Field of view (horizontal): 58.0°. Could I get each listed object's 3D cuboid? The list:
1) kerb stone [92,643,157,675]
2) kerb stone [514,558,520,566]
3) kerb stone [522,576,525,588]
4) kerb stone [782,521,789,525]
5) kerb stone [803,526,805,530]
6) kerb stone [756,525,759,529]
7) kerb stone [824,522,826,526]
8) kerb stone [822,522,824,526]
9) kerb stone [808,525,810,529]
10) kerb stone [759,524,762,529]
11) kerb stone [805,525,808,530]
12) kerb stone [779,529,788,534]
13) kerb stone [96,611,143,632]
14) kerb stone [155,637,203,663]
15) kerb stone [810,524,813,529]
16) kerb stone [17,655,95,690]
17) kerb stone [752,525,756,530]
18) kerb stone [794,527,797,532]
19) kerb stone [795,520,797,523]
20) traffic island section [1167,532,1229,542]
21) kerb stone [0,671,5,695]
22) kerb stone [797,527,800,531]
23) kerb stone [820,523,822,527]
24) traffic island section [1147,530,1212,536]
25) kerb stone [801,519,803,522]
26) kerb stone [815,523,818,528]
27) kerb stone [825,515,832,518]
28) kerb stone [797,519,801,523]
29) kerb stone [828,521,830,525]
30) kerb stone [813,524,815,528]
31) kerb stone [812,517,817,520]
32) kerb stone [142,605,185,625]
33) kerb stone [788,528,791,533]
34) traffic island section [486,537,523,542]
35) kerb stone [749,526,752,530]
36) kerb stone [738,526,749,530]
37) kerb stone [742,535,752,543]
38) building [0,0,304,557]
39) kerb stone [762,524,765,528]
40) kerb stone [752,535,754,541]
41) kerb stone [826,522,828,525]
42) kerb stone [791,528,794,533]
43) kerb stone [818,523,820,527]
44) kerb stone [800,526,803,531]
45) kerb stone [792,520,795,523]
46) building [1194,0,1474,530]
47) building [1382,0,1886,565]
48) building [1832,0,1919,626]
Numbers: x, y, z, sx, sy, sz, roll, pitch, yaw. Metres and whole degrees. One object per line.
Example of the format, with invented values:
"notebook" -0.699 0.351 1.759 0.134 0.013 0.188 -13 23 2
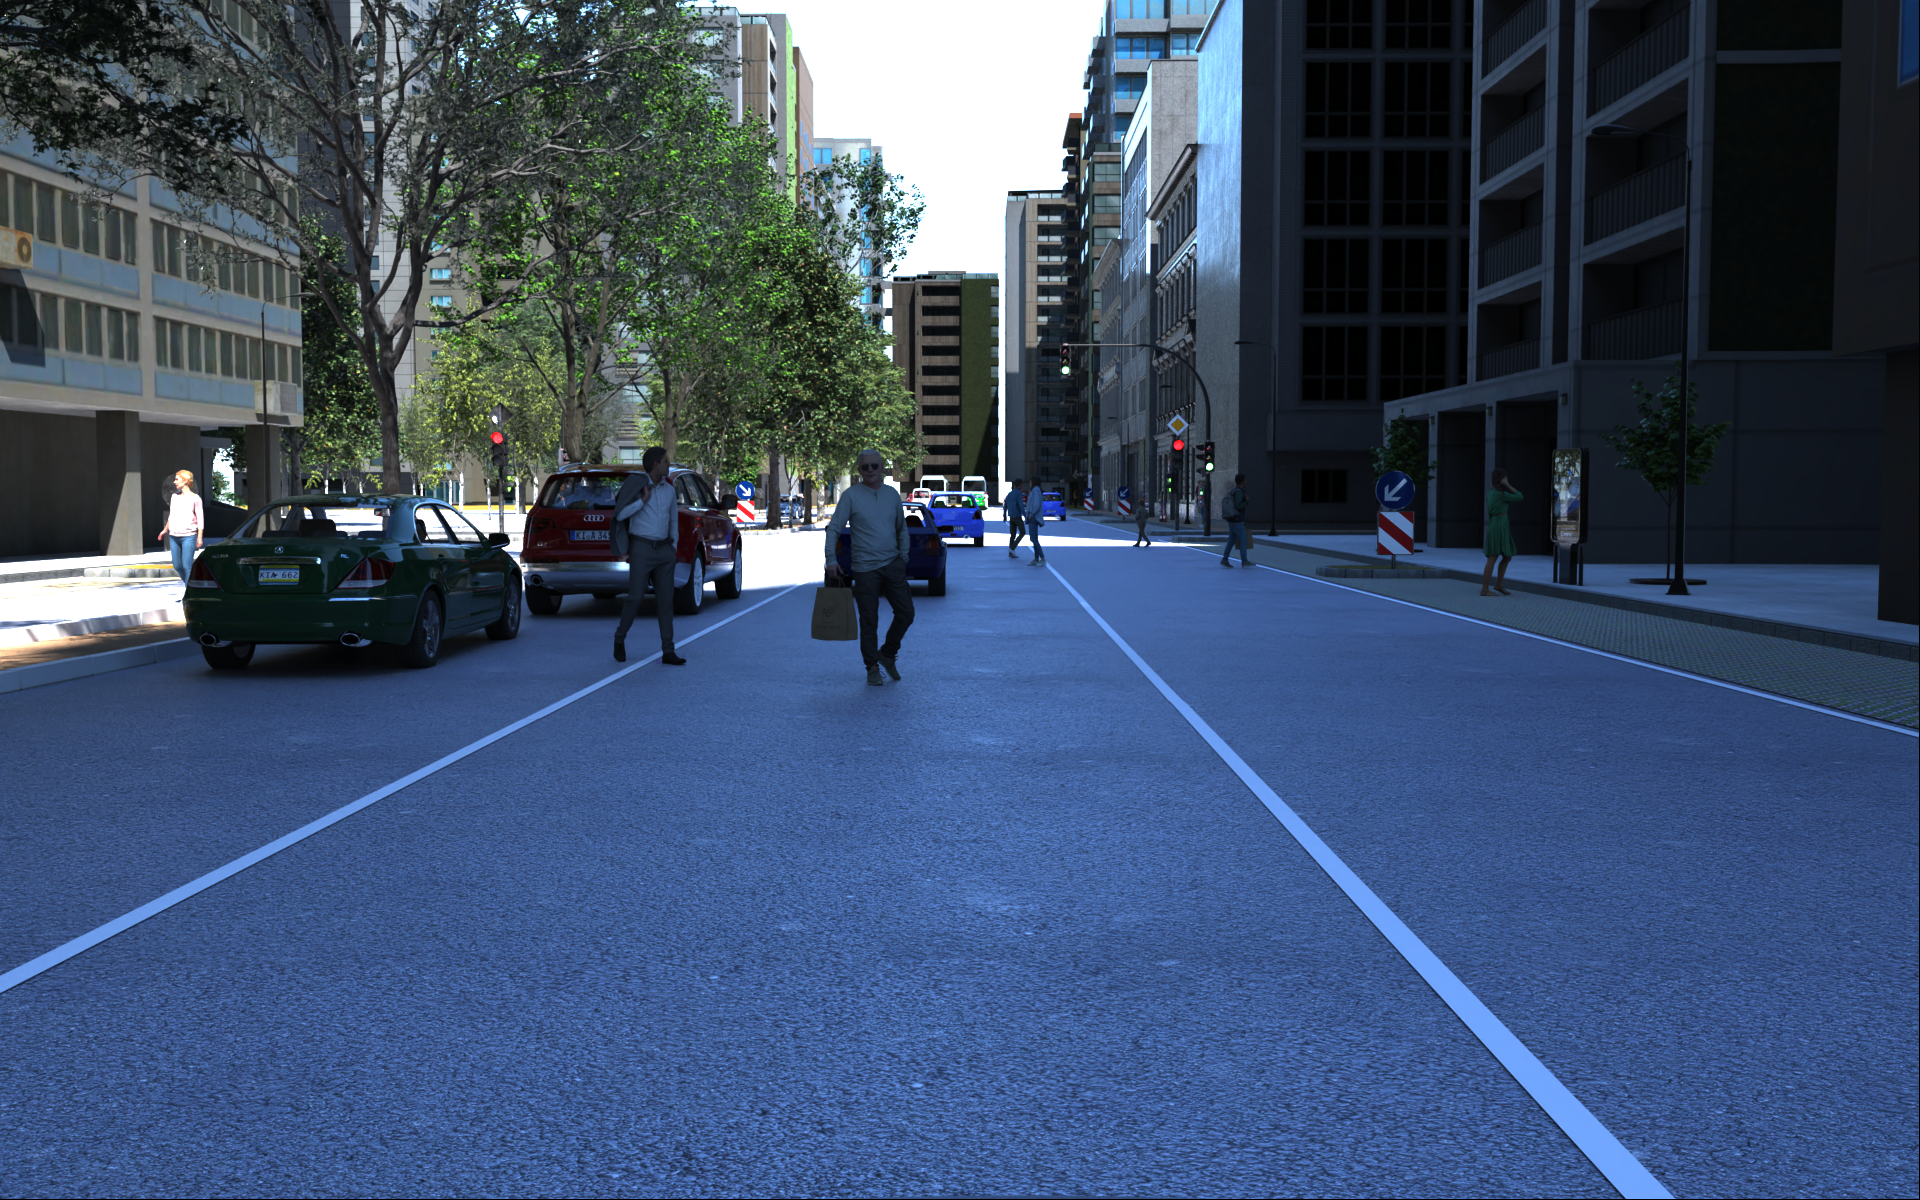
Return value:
"kerb stone" -6.893 0.494 14.174 0.120 0.150 1.000 0 4 1
"kerb stone" -8.761 -0.766 34.716 0.120 0.150 1.000 0 4 1
"kerb stone" -6.741 -0.322 27.503 0.120 0.150 1.000 0 4 1
"kerb stone" -8.217 -3.679 82.354 0.120 0.150 1.000 0 4 1
"kerb stone" -6.281 -2.801 67.992 0.120 0.150 1.000 0 4 1
"kerb stone" -8.352 -2.924 70.052 0.120 0.150 1.000 0 4 1
"kerb stone" -6.175 -3.365 77.216 0.120 0.150 1.000 0 4 1
"kerb stone" -6.194 -3.303 76.194 0.120 0.150 1.000 0 4 1
"kerb stone" -6.260 -2.927 70.044 0.120 0.150 1.000 0 4 1
"kerb stone" -8.348 -2.989 71.081 0.120 0.150 1.000 0 4 1
"kerb stone" -6.270 -2.864 69.014 0.120 0.150 1.000 0 4 1
"kerb stone" -6.356 -2.418 61.839 0.120 0.150 1.000 0 4 1
"kerb stone" -8.957 0.242 18.290 0.120 0.150 1.000 0 4 1
"kerb stone" -6.873 0.428 15.200 0.120 0.150 1.000 0 4 1
"kerb stone" -6.251 -2.985 71.067 0.120 0.150 1.000 0 4 1
"kerb stone" -6.909 0.553 13.152 0.120 0.150 1.000 0 4 1
"kerb stone" -8.367 -2.864 69.025 0.120 0.150 1.000 0 4 1
"kerb stone" -6.325 -2.611 64.914 0.120 0.150 1.000 0 4 1
"kerb stone" -8.192 -3.803 84.401 0.120 0.150 1.000 0 4 1
"traffic island section" 7.525 -1.857 52.651 2.009 0.180 2.903 0 4 1
"kerb stone" -6.921 0.620 12.130 0.120 0.150 1.000 0 4 1
"kerb stone" -6.305 -2.675 65.936 0.120 0.150 1.000 0 4 1
"kerb stone" -6.200 -3.233 75.172 0.120 0.150 1.000 0 4 1
"traffic island section" 7.617 -2.346 60.635 2.009 0.180 2.903 0 4 1
"kerb stone" -8.162 -3.992 87.469 0.120 0.150 1.000 0 4 1
"kerb stone" -6.220 -3.112 73.111 0.120 0.150 1.000 0 4 1
"kerb stone" -7.958 -5.057 104.883 0.120 0.150 1.000 0 4 1
"kerb stone" -8.174 -3.930 86.447 0.120 0.150 1.000 0 4 1
"kerb stone" -6.149 -3.491 79.276 0.120 0.150 1.000 0 4 1
"kerb stone" -6.232 -3.052 72.088 0.120 0.150 1.000 0 4 1
"kerb stone" -8.044 -4.553 96.678 0.120 0.150 1.000 0 4 1
"kerb stone" -8.942 0.176 19.314 0.120 0.150 1.000 0 4 1
"kerb stone" -6.338 -2.488 62.867 0.120 0.150 1.000 0 4 1
"traffic island section" -14.014 -1.873 52.901 2.009 0.180 2.903 0 4 1
"kerb stone" -8.378 -2.797 68.004 0.120 0.150 1.000 0 4 1
"kerb stone" -8.396 -2.739 66.981 0.120 0.150 1.000 0 4 1
"kerb stone" -6.466 -1.829 52.093 0.120 0.150 1.000 0 4 1
"building" -28.361 -21.098 36.840 23.993 40.220 32.217 0 4 1
"kerb stone" -8.333 -3.053 72.104 0.120 0.150 1.000 0 4 1
"kerb stone" -6.453 -1.892 53.123 0.120 0.150 1.000 0 4 1
"kerb stone" -6.162 -3.428 78.238 0.120 0.150 1.000 0 4 1
"kerb stone" -6.327 -2.549 63.889 0.120 0.150 1.000 0 4 1
"kerb stone" -6.209 -3.175 74.149 0.120 0.150 1.000 0 4 1
"kerb stone" -6.291 -2.738 66.960 0.120 0.150 1.000 0 4 1
"kerb stone" -8.195 -3.742 83.379 0.120 0.150 1.000 0 4 1
"building" 24.902 -15.136 66.541 30.058 24.678 14.314 0 4 1
"building" 21.437 -36.440 34.039 20.563 71.187 20.611 0 4 1
"building" 15.838 -21.983 9.533 14.600 45.320 14.200 0 4 1
